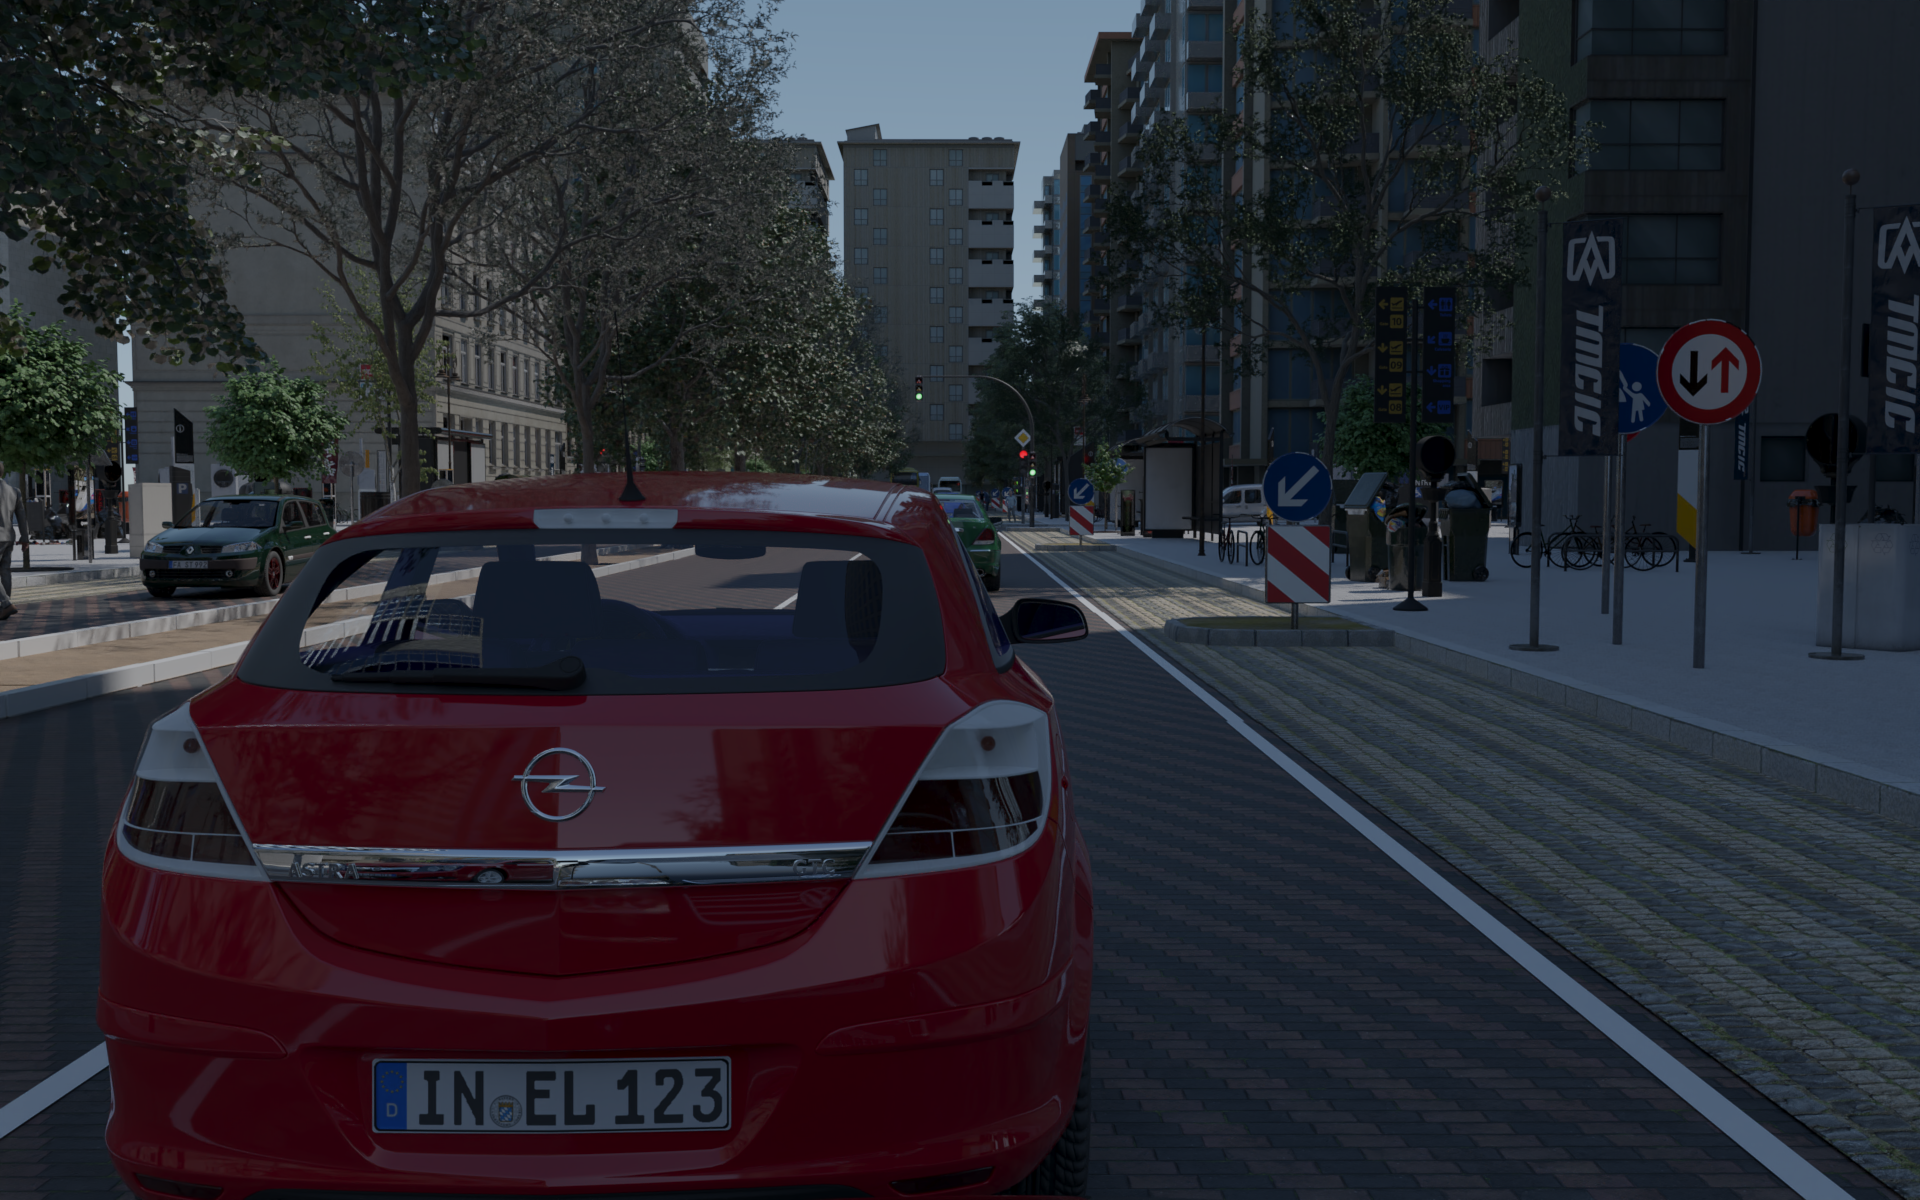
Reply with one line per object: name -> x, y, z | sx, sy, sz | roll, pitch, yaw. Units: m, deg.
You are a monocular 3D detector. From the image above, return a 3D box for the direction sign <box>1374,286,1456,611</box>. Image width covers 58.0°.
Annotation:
direction sign -> 4.971, -1.652, 19.001 | 0.876, 3.537, 0.379 | 0, 4, -2

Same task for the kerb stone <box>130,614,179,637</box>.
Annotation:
kerb stone -> -8.289, 0.276, 17.682 | 0.120, 0.150, 1.000 | 0, 4, 0

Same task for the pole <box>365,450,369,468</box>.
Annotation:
pole -> -27.354, -5.269, 79.984 | 0.158, 3.312, 0.155 | 0, 3, 0

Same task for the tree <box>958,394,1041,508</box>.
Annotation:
tree -> 4.343, -14.980, 161.937 | 9.611, 12.733, 9.660 | 0, 3, 0

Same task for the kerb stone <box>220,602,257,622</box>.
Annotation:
kerb stone -> -8.299, 0.151, 19.736 | 0.120, 0.150, 1.000 | 0, 4, 0

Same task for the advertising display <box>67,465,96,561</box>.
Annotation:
advertising display -> -17.101, -1.745, 33.747 | 0.123, 1.923, 0.974 | 0, 4, -5

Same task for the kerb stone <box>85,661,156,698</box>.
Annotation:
kerb stone -> -6.165, 0.586, 12.616 | 0.120, 0.150, 1.000 | 0, 4, 0

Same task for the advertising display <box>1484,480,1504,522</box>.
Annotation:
advertising display -> 24.823, -4.607, 80.544 | 0.123, 1.923, 0.974 | -3, 5, -39

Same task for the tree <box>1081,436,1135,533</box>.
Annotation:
tree -> 4.727, -3.850, 57.552 | 1.663, 3.219, 1.824 | 0, 3, 0

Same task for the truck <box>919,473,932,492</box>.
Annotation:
truck -> -5.202, -13.709, 213.898 | 2.967, 4.110, 18.799 | 0, 4, 1

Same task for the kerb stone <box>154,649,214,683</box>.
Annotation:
kerb stone -> -6.171, 0.529, 13.641 | 0.120, 0.150, 1.000 | 0, 4, 0

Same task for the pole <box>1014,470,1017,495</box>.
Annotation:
pole -> 4.693, -9.294, 145.803 | 0.158, 3.312, 0.155 | 0, 3, 0

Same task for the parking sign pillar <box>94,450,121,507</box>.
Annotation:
parking sign pillar -> -42.754, -6.008, 86.707 | 1.447, 3.967, 1.447 | 2, 4, 28

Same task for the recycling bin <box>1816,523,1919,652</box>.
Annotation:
recycling bin -> 7.702, -0.120, 14.508 | 0.722, 1.027, 0.722 | -3, 4, -36

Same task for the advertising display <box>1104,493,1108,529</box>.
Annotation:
advertising display -> 5.362, -3.564, 63.482 | 0.123, 1.923, 0.974 | 0, 4, 4

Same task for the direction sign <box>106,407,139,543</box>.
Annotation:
direction sign -> -21.818, -3.250, 45.140 | 0.876, 3.537, 0.379 | 0, 4, 4

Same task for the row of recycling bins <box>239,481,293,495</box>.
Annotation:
row of recycling bins -> -23.102, -3.085, 57.545 | 1.069, 1.692, 3.534 | -3, 4, -39

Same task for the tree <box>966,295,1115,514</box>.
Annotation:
tree -> 5.707, -12.455, 110.302 | 9.857, 13.997, 8.962 | 0, 3, 0

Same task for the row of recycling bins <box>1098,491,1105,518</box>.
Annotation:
row of recycling bins -> 8.881, -5.291, 93.617 | 3.534, 1.692, 1.069 | -3, 4, -38

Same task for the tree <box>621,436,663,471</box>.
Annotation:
tree -> -16.793, -6.729, 93.740 | 4.285, 4.588, 4.351 | 0, 3, 0

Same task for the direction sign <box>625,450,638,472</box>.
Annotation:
direction sign -> -16.846, -5.920, 88.796 | 0.876, 3.537, 0.379 | 2, 4, 31

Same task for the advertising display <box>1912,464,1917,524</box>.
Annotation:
advertising display -> 20.722, -1.924, 36.676 | 0.974, 1.923, 0.123 | 1, 4, 14

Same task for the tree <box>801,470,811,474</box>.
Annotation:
tree -> -16.469, -12.955, 195.521 | 4.285, 4.588, 4.351 | 0, 3, 0

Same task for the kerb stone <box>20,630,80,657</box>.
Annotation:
kerb stone -> -8.278, 0.401, 15.635 | 0.120, 0.150, 1.000 | 0, 4, 0

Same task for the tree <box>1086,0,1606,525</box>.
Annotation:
tree -> 6.054, -5.775, 28.827 | 8.767, 10.594, 7.601 | 1, 4, 14

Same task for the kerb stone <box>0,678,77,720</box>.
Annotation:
kerb stone -> -6.155, 0.649, 11.586 | 0.120, 0.150, 1.000 | 0, 4, 0

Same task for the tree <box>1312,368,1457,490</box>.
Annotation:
tree -> 10.407, -3.598, 42.537 | 4.285, 4.588, 4.351 | 0, 3, 0

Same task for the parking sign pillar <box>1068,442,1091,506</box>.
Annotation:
parking sign pillar -> 6.043, -6.050, 87.397 | 1.447, 3.967, 1.447 | -1, 4, -10

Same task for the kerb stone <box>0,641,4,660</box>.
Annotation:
kerb stone -> -8.282, 0.464, 14.613 | 0.120, 0.150, 1.000 | 0, 4, 0

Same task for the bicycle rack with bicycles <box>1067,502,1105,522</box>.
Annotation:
bicycle rack with bicycles -> 6.431, -4.078, 80.054 | 2.925, 0.926, 2.852 | -2, 4, -34

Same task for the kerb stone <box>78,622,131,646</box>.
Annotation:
kerb stone -> -8.294, 0.339, 16.660 | 0.120, 0.150, 1.000 | 0, 4, 0

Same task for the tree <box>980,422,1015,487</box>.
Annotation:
tree -> 4.894, -16.242, 183.677 | 7.486, 12.596, 7.792 | 0, 3, 0

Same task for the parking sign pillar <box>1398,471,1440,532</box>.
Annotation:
parking sign pillar -> 15.575, -4.304, 58.846 | 1.447, 3.967, 1.447 | 2, 4, 27

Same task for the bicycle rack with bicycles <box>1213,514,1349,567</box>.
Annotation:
bicycle rack with bicycles -> 5.879, -1.099, 31.347 | 2.852, 0.926, 2.925 | 0, 4, 5

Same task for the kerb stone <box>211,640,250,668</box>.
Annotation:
kerb stone -> -6.187, 0.465, 14.669 | 0.120, 0.150, 1.000 | 0, 4, 0

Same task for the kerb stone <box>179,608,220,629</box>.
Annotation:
kerb stone -> -8.298, 0.213, 18.714 | 0.120, 0.150, 1.000 | 0, 4, 0

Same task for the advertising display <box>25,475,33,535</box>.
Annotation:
advertising display -> -29.220, -3.003, 54.319 | 0.123, 1.923, 0.974 | -3, 4, -37

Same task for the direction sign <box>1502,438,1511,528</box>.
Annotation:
direction sign -> 20.876, -4.508, 65.710 | 0.379, 3.537, 0.876 | -2, 4, -27

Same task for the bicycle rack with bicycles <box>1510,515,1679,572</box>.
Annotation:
bicycle rack with bicycles -> 10.930, -0.991, 29.591 | 2.925, 0.926, 2.852 | 1, 4, 11

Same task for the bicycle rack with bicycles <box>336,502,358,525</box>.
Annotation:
bicycle rack with bicycles -> -27.541, -3.796, 75.441 | 2.925, 0.926, 2.852 | -2, 4, -24

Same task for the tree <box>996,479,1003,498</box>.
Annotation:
tree -> 4.187, -14.998, 195.583 | 4.737, 8.622, 4.395 | 0, 3, 0

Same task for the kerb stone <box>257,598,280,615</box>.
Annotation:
kerb stone -> -8.303, 0.090, 20.760 | 0.120, 0.150, 1.000 | 0, 4, 0

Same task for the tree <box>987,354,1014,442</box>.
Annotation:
tree -> 5.214, -9.034, 82.114 | 8.767, 10.594, 7.601 | 1, 4, 11

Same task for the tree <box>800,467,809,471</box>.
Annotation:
tree -> -16.289, -13.463, 170.477 | 4.737, 8.622, 4.395 | 0, 3, 0

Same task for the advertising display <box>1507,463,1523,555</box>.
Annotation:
advertising display -> 11.759, -1.927, 36.719 | 0.123, 1.923, 0.974 | 0, 4, 7

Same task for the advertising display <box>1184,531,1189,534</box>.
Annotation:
advertising display -> 7.102, -3.086, 55.664 | 0.123, 1.923, 0.974 | -2, 4, -27
